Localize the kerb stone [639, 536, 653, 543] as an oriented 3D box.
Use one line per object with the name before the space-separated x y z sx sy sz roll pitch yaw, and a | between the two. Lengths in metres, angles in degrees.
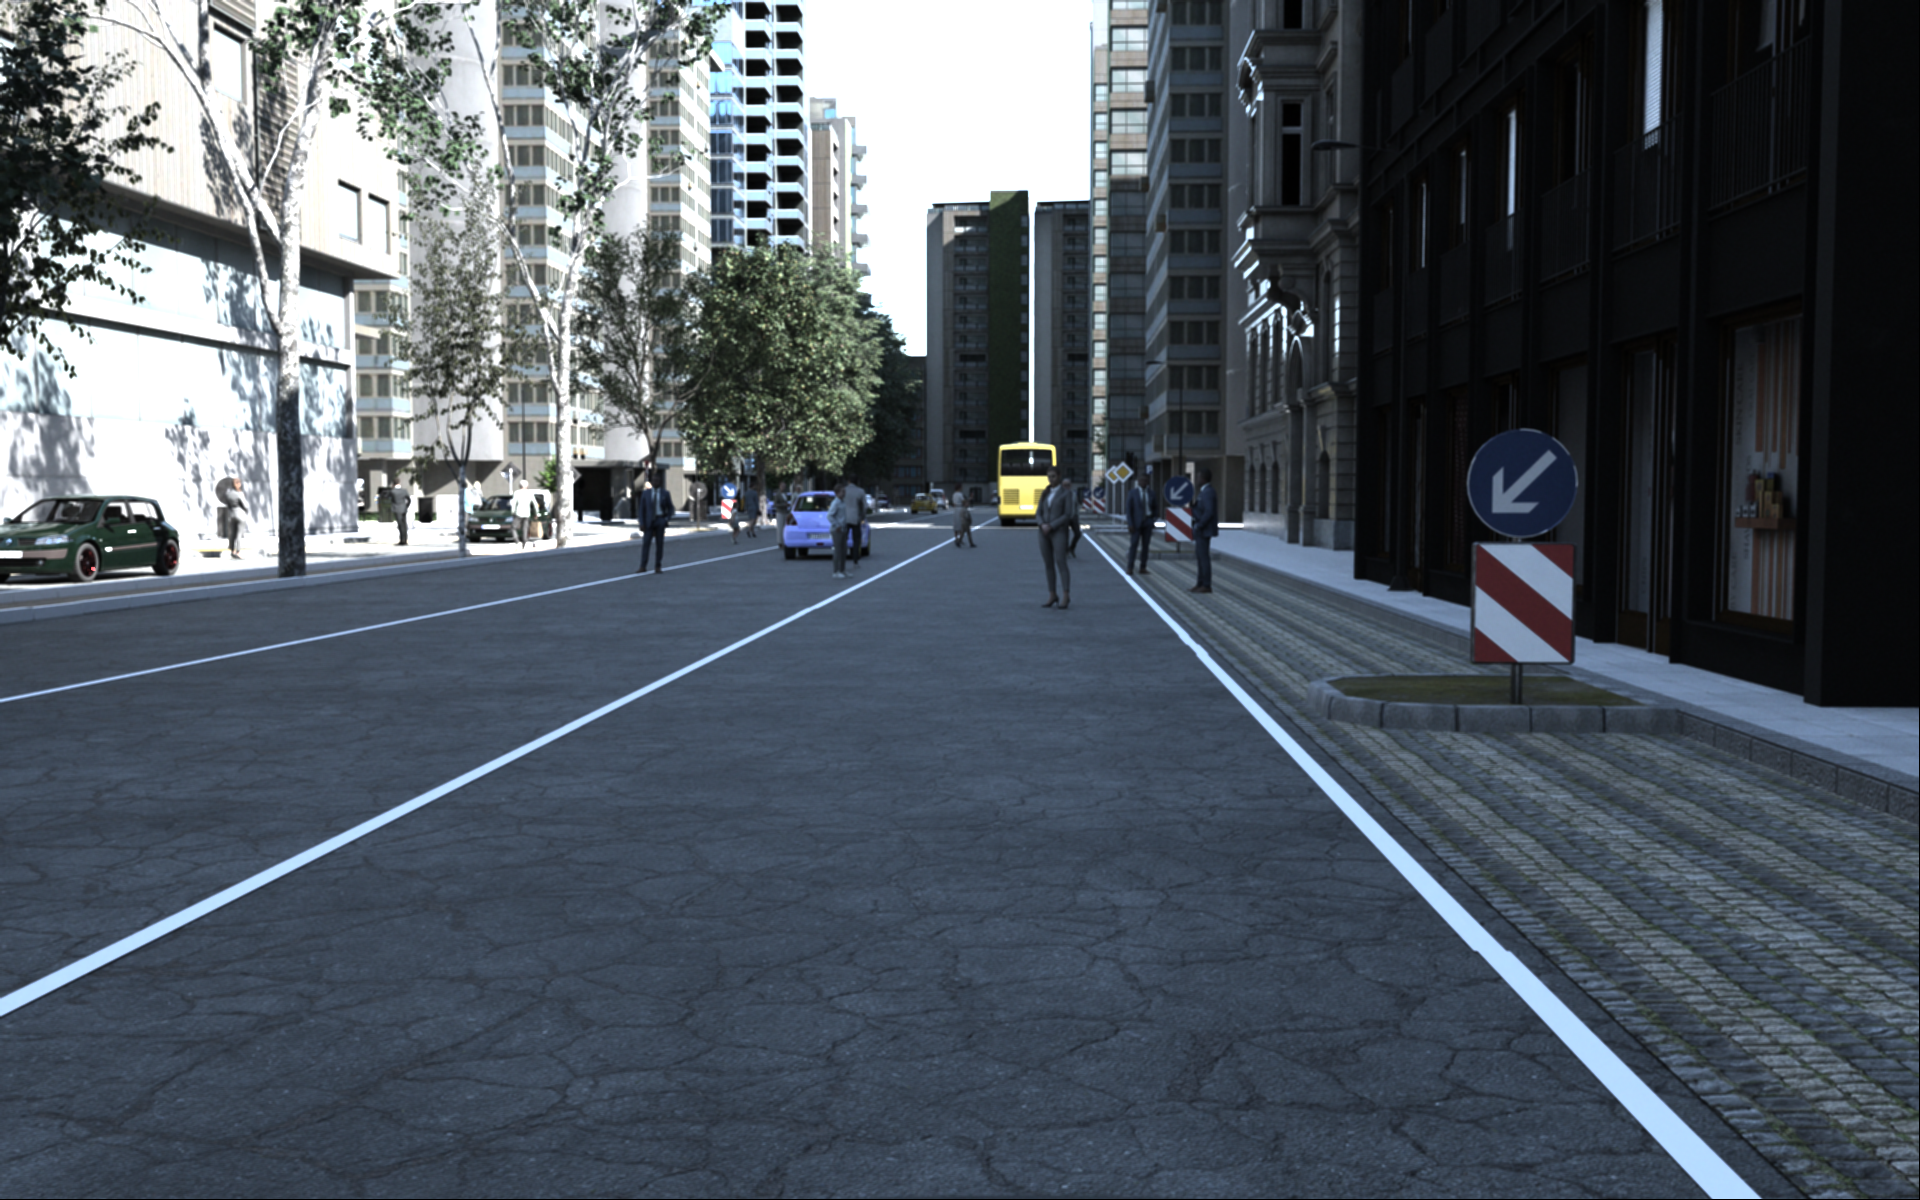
kerb stone | -9.069 -1.690 49.835 0.120 0.150 1.000 0 4 3

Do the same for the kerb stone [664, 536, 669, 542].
kerb stone | -8.970 -1.809 51.884 0.120 0.150 1.000 0 4 3

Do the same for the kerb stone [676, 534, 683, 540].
kerb stone | -8.880 -1.941 53.933 0.120 0.150 1.000 0 4 3

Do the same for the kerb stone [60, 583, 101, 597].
kerb stone | -12.423 -0.130 24.318 0.120 0.150 1.000 0 4 3

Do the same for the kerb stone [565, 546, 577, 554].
kerb stone | -9.475 -1.190 41.654 0.120 0.150 1.000 0 4 3

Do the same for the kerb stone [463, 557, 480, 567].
kerb stone | -9.829 -0.751 34.471 0.120 0.150 1.000 0 4 3

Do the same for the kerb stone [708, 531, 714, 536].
kerb stone | -8.620 -2.254 59.041 0.120 0.150 1.000 0 4 3

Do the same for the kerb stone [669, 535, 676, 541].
kerb stone | -8.924 -1.878 52.904 0.120 0.150 1.000 0 4 3

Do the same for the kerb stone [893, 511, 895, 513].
kerb stone | -5.174 -6.541 129.147 0.120 0.150 1.000 0 4 3

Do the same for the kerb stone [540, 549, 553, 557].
kerb stone | -9.574 -1.059 39.601 0.120 0.150 1.000 0 4 3

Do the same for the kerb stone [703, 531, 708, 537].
kerb stone | -8.669 -2.191 58.020 0.120 0.150 1.000 0 4 3

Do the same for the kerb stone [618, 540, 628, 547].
kerb stone | -9.211 -1.502 46.768 0.120 0.150 1.000 0 4 3

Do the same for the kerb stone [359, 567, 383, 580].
kerb stone | -10.080 -0.438 29.363 0.120 0.150 1.000 0 4 3

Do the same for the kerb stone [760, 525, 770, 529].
kerb stone | -8.031 -2.974 70.819 0.120 0.150 1.000 0 4 3

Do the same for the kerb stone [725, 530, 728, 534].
kerb stone | -8.467 -2.441 62.111 0.120 0.150 1.000 0 4 3

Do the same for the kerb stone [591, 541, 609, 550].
kerb stone | -9.324 -1.377 44.717 0.120 0.150 1.000 0 4 3

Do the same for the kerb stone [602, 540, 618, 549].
kerb stone | -9.276 -1.440 45.743 0.120 0.150 1.000 0 4 3

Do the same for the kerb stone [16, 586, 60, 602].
kerb stone | -12.484 -0.067 23.288 0.120 0.150 1.000 0 4 3

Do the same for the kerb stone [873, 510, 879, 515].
kerb stone | -5.775 -5.791 116.870 0.120 0.150 1.000 0 4 3

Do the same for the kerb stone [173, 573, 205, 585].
kerb stone | -12.280 -0.317 27.386 0.120 0.150 1.000 0 4 3

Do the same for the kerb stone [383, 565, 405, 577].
kerb stone | -10.026 -0.501 30.385 0.120 0.150 1.000 0 4 3

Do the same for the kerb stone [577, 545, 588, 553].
kerb stone | -9.415 -1.249 42.675 0.120 0.150 1.000 0 4 3

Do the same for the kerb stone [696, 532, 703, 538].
kerb stone | -8.714 -2.120 57.000 0.120 0.150 1.000 0 4 3

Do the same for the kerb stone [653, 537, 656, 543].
kerb stone | -9.025 -1.753 50.862 0.120 0.150 1.000 0 4 3

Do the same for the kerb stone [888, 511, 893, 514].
kerb stone | -5.224 -6.479 128.126 0.120 0.150 1.000 0 4 3

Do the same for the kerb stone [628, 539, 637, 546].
kerb stone | -9.171 -1.565 47.789 0.120 0.150 1.000 0 4 3

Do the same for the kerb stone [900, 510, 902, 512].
kerb stone | -4.862 -6.917 135.293 0.120 0.150 1.000 0 4 3

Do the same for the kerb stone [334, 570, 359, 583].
kerb stone | -10.130 -0.373 28.343 0.120 0.150 1.000 0 4 3

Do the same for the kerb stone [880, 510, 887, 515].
kerb stone | -5.473 -6.163 123.005 0.120 0.150 1.000 0 4 3

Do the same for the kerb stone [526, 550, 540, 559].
kerb stone | -9.628 -1.001 38.573 0.120 0.150 1.000 0 4 3

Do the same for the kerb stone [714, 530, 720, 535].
kerb stone | -8.571 -2.316 60.062 0.120 0.150 1.000 0 4 3

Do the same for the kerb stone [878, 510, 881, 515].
kerb stone | -5.670 -5.916 118.915 0.120 0.150 1.000 0 4 3

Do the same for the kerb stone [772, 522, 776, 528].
kerb stone | -7.940 -3.098 72.864 0.120 0.150 1.000 0 4 3

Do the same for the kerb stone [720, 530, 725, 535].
kerb stone | -8.520 -2.378 61.082 0.120 0.150 1.000 0 4 3

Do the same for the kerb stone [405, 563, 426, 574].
kerb stone | -9.977 -0.563 31.408 0.120 0.150 1.000 0 4 3

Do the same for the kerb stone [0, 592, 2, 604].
kerb stone | -12.529 -0.004 22.267 0.120 0.150 1.000 0 4 3

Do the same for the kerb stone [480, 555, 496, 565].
kerb stone | -9.775 -0.814 35.502 0.120 0.150 1.000 0 4 3

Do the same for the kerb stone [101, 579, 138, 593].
kerb stone | -12.383 -0.192 25.341 0.120 0.150 1.000 0 4 3

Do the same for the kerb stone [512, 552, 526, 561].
kerb stone | -9.682 -0.939 37.553 0.120 0.150 1.000 0 4 3

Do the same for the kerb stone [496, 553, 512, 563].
kerb stone | -9.725 -0.876 36.532 0.120 0.150 1.000 0 4 3

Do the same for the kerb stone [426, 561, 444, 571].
kerb stone | -9.934 -0.625 32.429 0.120 0.150 1.000 0 4 3

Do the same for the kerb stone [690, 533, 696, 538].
kerb stone | -8.766 -2.066 55.979 0.120 0.150 1.000 0 4 3

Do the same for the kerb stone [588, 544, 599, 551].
kerb stone | -9.366 -1.306 43.696 0.120 0.150 1.000 0 4 3

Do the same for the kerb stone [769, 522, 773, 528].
kerb stone | -7.991 -3.035 71.840 0.120 0.150 1.000 0 4 3

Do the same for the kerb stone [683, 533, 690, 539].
kerb stone | -8.820 -2.000 54.956 0.120 0.150 1.000 0 4 3

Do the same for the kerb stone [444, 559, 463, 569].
kerb stone | -9.876 -0.687 33.450 0.120 0.150 1.000 0 4 3

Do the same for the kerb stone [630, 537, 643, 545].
kerb stone | -9.120 -1.628 48.810 0.120 0.150 1.000 0 4 3

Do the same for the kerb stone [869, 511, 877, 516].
kerb stone | -5.826 -5.728 115.849 0.120 0.150 1.000 0 4 3

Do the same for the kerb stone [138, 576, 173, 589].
kerb stone | -12.331 -0.255 26.365 0.120 0.150 1.000 0 4 3

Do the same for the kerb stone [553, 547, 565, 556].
kerb stone | -9.524 -1.127 40.621 0.120 0.150 1.000 0 4 3
